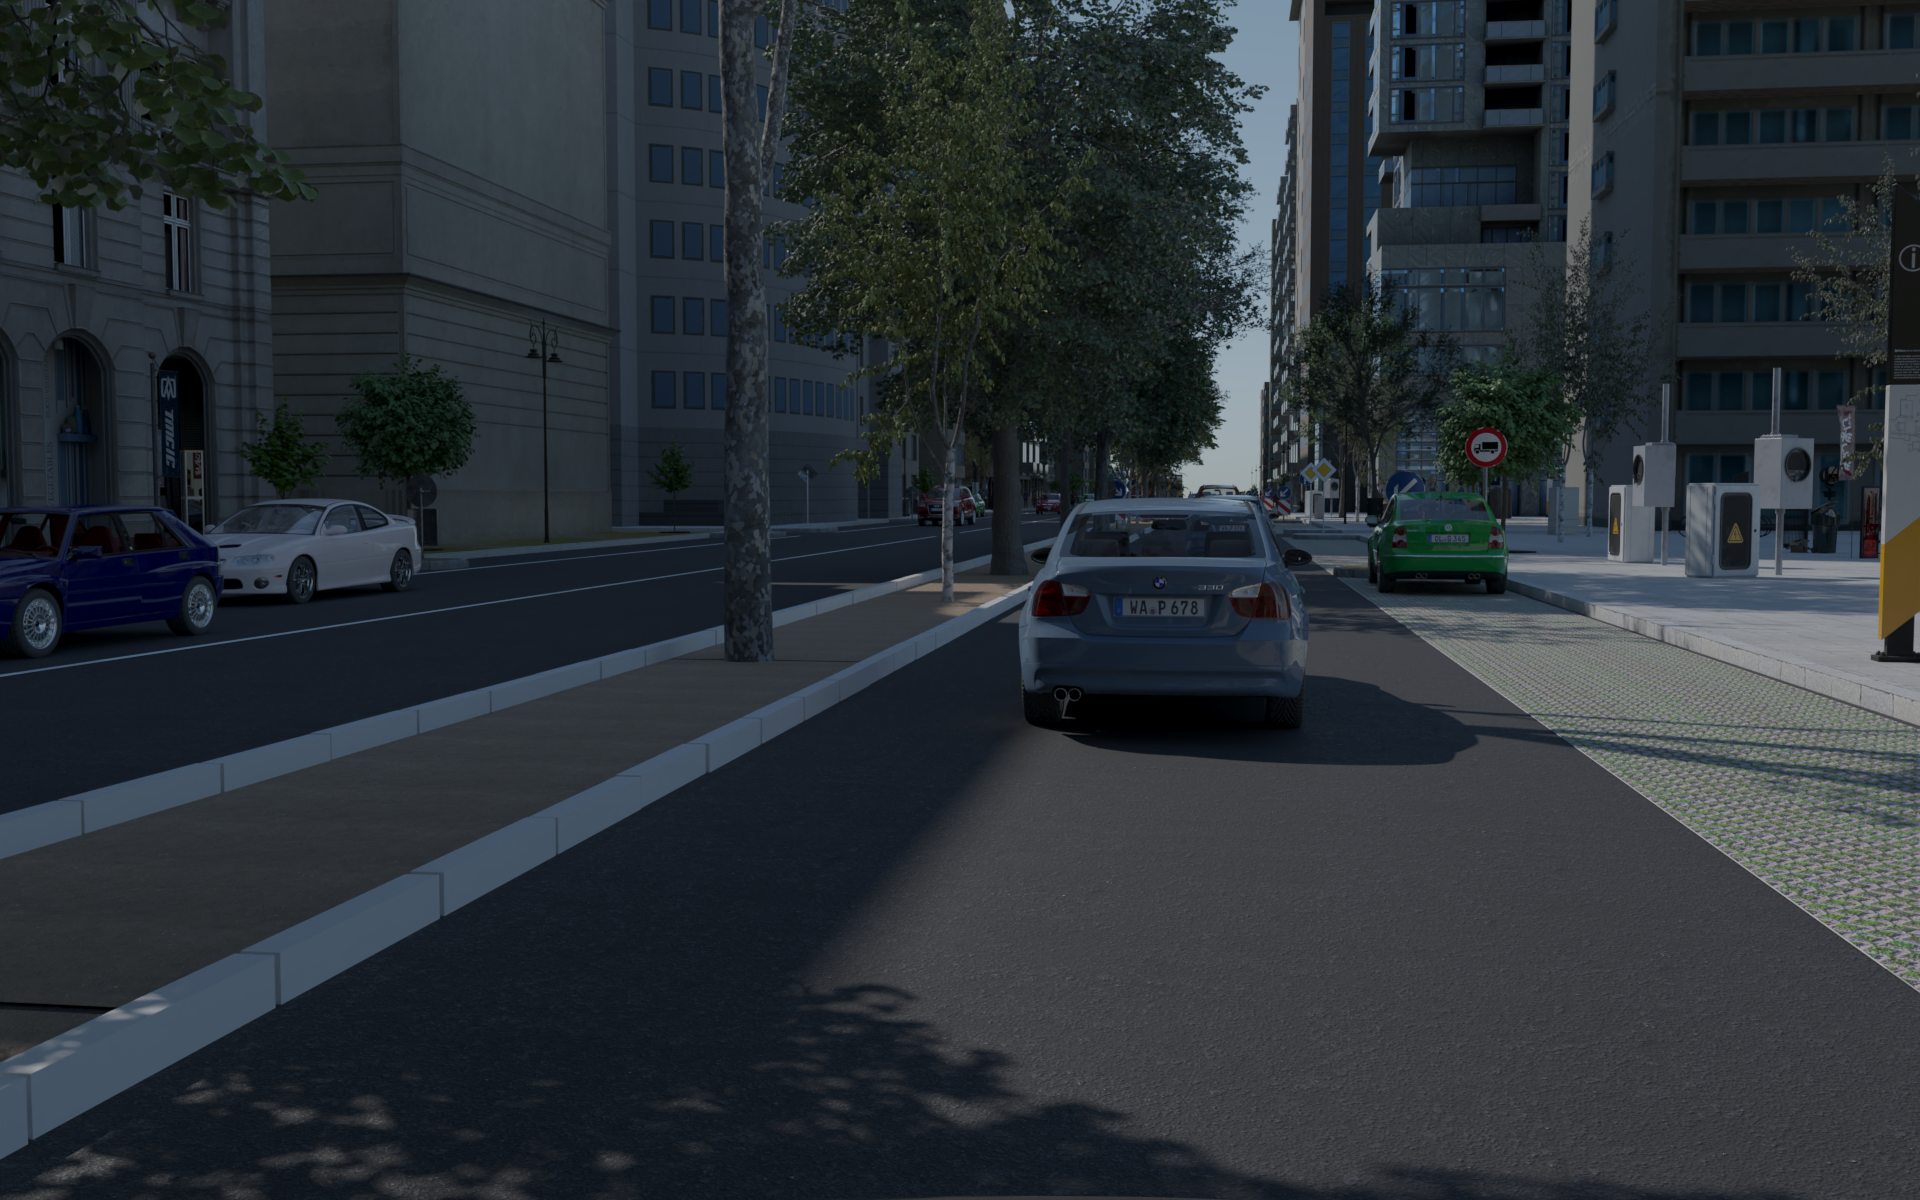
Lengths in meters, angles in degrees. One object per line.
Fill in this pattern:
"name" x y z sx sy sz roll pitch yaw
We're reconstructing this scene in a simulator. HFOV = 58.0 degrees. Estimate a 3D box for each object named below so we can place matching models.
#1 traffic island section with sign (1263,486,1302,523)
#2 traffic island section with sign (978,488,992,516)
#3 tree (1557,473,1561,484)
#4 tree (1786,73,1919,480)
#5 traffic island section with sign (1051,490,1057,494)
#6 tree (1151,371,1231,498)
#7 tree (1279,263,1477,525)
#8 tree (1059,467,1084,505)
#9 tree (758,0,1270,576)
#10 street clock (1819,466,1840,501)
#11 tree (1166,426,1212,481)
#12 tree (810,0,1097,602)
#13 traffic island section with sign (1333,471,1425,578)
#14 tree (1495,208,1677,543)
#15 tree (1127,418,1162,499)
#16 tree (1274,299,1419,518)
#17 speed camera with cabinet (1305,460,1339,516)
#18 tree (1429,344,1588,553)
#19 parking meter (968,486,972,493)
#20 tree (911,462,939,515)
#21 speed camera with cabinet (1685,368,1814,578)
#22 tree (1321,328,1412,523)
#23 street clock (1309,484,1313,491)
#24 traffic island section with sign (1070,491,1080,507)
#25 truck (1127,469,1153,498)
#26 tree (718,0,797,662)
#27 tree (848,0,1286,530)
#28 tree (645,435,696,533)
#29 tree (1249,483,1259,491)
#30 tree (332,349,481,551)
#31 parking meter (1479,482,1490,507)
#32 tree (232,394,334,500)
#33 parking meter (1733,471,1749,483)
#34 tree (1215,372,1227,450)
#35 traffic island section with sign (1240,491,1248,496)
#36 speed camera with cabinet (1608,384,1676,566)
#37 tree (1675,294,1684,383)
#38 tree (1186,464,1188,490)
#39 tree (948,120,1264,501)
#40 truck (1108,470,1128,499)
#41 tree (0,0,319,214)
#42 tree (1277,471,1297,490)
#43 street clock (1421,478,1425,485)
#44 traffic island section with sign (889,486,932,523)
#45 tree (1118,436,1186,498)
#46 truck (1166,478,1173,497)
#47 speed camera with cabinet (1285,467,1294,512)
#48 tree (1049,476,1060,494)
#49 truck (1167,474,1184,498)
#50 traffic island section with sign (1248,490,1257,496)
"traffic island section with sign" 15.792 -4.681 85.158 1.989 1.847 2.006 1 4 9
"traffic island section with sign" 1.537 -6.499 114.884 1.989 1.847 2.006 1 4 9
"tree" 28.933 -5.346 82.010 1.663 3.219 1.824 0 3 0
"tree" 16.706 -4.840 29.500 4.360 8.622 3.978 0 3 0
"traffic island section with sign" 8.950 -9.523 164.324 1.989 1.847 2.006 1 4 9
"tree" 10.412 -9.610 93.988 8.767 10.594 7.601 1 4 9
"tree" 16.744 -8.247 69.257 8.767 10.594 7.601 1 4 20
"tree" 13.725 -14.228 216.338 4.285 4.588 4.351 0 3 0
"tree" 0.858 -7.395 30.027 9.857 13.997 8.962 0 3 0
"street clock" 22.507 -2.463 44.840 0.471 2.002 0.358 0 4 3
"tree" 15.202 -12.280 128.984 9.928 11.665 9.643 0 3 0
"tree" -0.168 -4.285 22.878 4.737 8.622 4.395 0 3 0
"traffic island section with sign" 7.516 -1.308 30.015 1.989 1.847 2.006 1 4 9
"tree" 16.028 -5.834 45.740 4.360 8.622 3.978 0 3 0
"tree" 7.161 -7.376 73.421 4.737 8.622 4.395 0 3 0
"tree" 20.388 -10.159 91.859 9.928 11.665 9.643 0 3 0
"speed camera with cabinet" 21.042 -6.500 100.612 2.038 3.252 0.660 -2 4 -27
"tree" 11.916 -3.312 37.870 4.285 4.588 4.351 0 3 0
"parking meter" 0.775 -7.349 125.859 0.255 1.863 0.399 -2 4 -32
"tree" -2.244 -6.787 105.566 1.663 3.219 1.824 0 3 0
"speed camera with cabinet" 12.240 -1.986 26.809 2.038 3.252 0.660 -1 4 -22
"tree" 18.030 -7.759 77.220 4.360 8.622 3.978 0 3 0
"street clock" 25.721 -7.480 126.871 0.358 2.002 0.471 0 4 3
"traffic island section with sign" 12.948 -11.153 190.982 1.989 1.847 2.006 1 4 9
"truck" 18.797 -11.613 178.779 2.839 4.237 11.283 0 4 7
"tree" -0.737 -9.472 13.220 12.611 20.169 13.585 0 3 0
"tree" 2.534 -7.875 41.581 12.009 13.543 11.850 0 3 0
"tree" -9.536 -3.816 56.991 1.663 3.219 1.824 0 3 0
"tree" 47.725 -17.564 281.766 1.663 3.219 1.824 0 3 0
"tree" -12.531 -3.404 39.364 4.285 4.588 4.351 0 3 0
"parking meter" 16.276 -2.940 53.772 0.255 1.863 0.399 0 4 1
"tree" -12.997 -2.387 33.633 1.663 3.219 1.824 0 3 0
"parking meter" 19.898 -2.356 44.227 0.399 1.863 0.255 1 4 18
"tree" 11.705 -11.062 101.448 7.486 12.596 7.792 0 3 0
"traffic island section with sign" 27.133 -9.305 160.758 1.989 1.847 2.006 1 4 9
"speed camera with cabinet" 12.541 -2.297 31.886 0.660 3.252 2.038 0 4 4
"tree" 19.014 -6.179 51.397 4.360 8.622 3.978 0 3 0
"tree" 16.435 -11.236 136.535 4.360 8.622 3.978 0 3 0
"tree" 4.299 -8.128 52.353 9.611 12.733 9.660 0 3 0
"truck" 18.350 -12.890 200.516 2.967 4.110 18.799 0 4 8
"tree" -3.392 -5.078 3.607 7.486 12.596 7.792 0 3 0
"tree" 26.882 -9.043 142.447 1.663 3.219 1.824 0 3 0
"street clock" 20.339 -4.395 76.421 0.358 2.002 0.471 0 4 -4
"traffic island section with sign" -2.463 -4.868 88.226 1.989 1.847 2.006 1 4 9
"tree" 8.088 -7.700 78.714 4.360 8.622 3.978 0 3 0
"truck" 23.563 -12.796 205.134 3.469 3.379 9.791 0 4 8
"speed camera with cabinet" 24.116 -8.100 126.776 0.660 3.252 2.038 1 4 12
"tree" 11.293 -12.230 194.563 1.663 3.219 1.824 0 3 0
"truck" 30.846 -15.958 249.820 2.839 4.237 11.283 0 4 7
"traffic island section with sign" 19.886 -6.350 112.457 1.989 1.847 2.006 1 4 9
